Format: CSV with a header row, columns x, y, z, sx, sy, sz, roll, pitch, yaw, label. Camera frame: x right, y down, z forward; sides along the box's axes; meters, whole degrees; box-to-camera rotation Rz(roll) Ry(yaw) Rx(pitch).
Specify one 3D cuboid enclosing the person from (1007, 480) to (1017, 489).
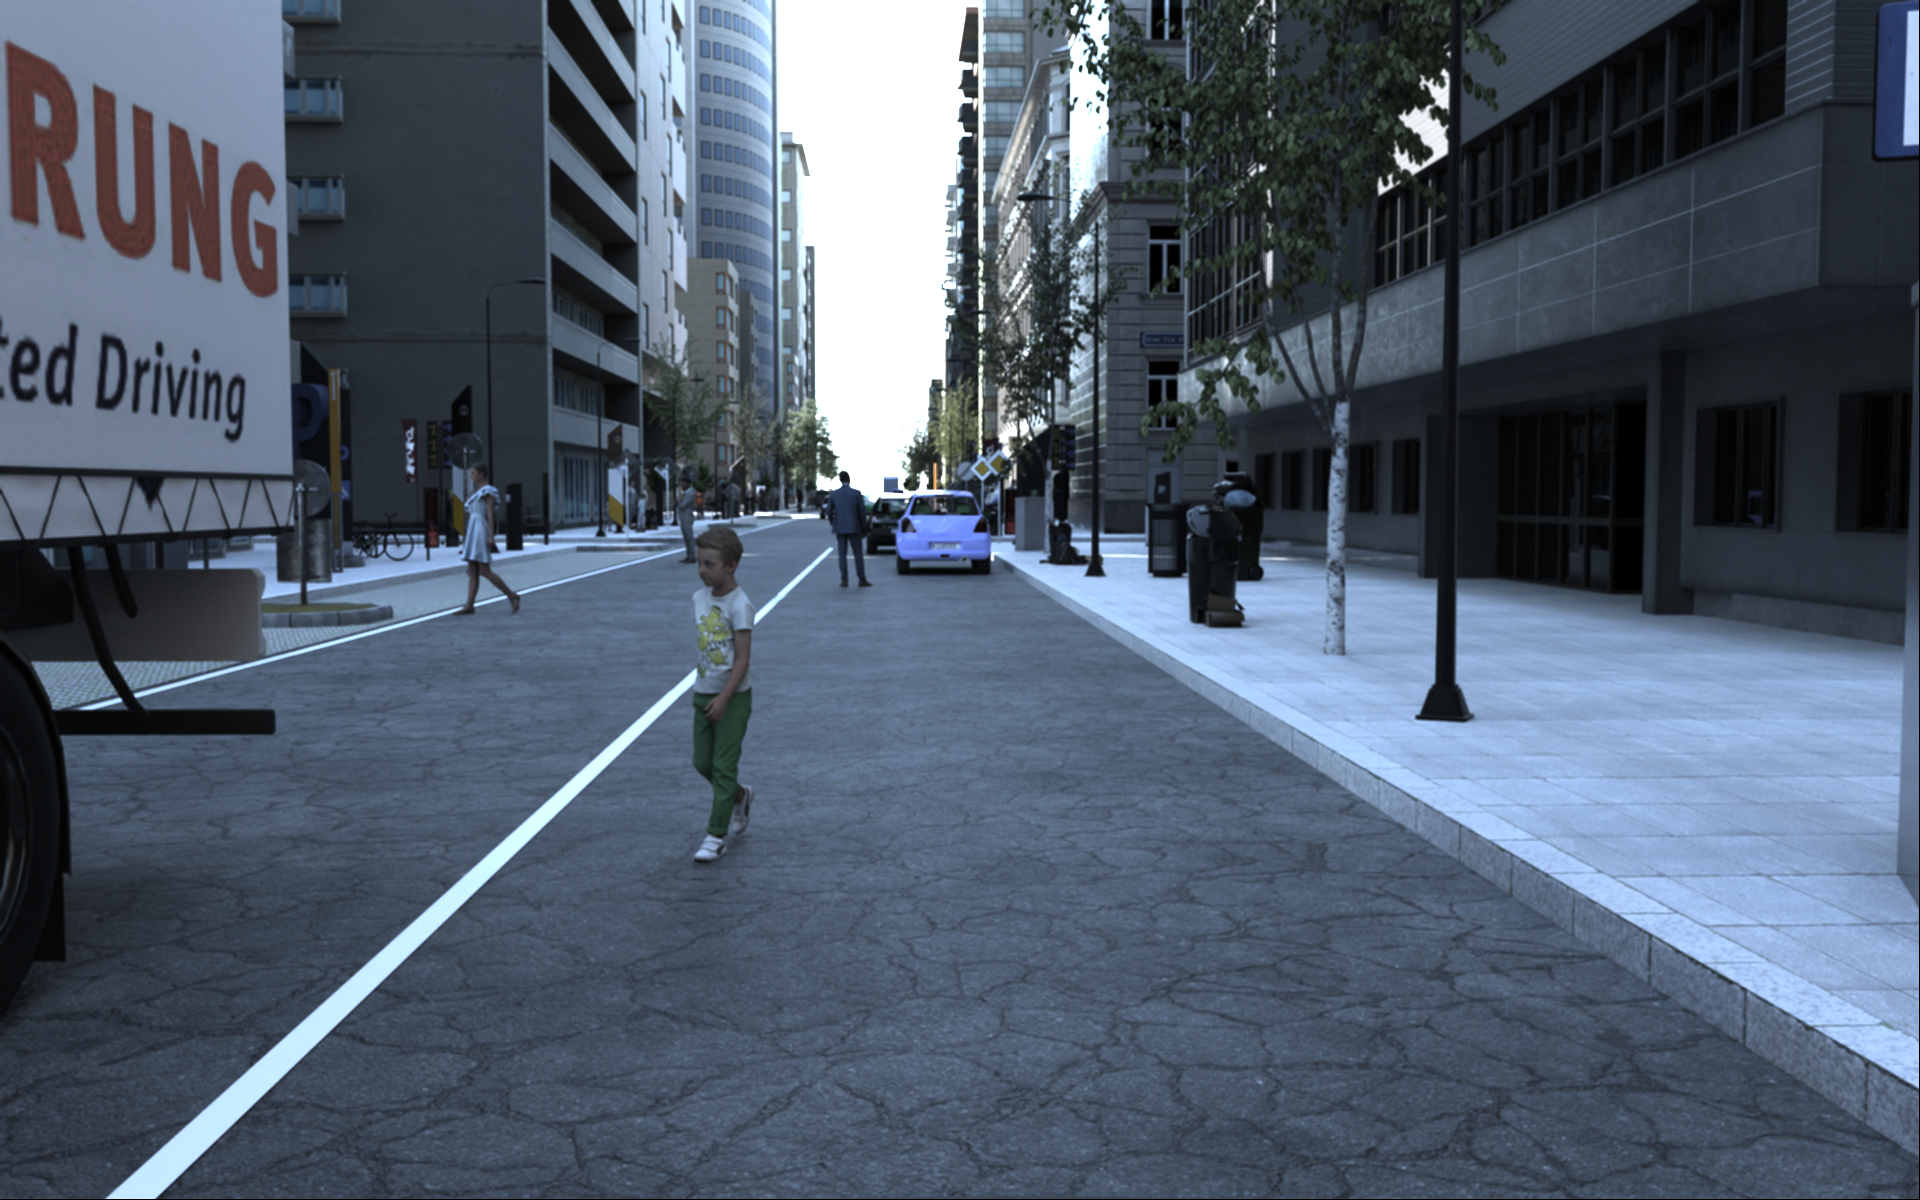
x,y,z,sx,sy,sz,roll,pitch,yaw,label
2.051,-3.759,67.359,0.638,1.841,0.748,0,4,-1,person

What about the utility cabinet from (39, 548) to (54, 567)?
x,y,z,sx,sy,sz,roll,pitch,yaw,label
-9.969,-0.413,17.914,1.020,1.237,0.306,-1,4,-18,utility cabinet

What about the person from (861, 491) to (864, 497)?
x,y,z,sx,sy,sz,roll,pitch,yaw,label
-10.449,-10.735,184.725,0.721,1.735,1.217,2,4,35,person

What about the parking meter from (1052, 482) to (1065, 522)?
x,y,z,sx,sy,sz,roll,pitch,yaw,label
3.435,-3.335,60.242,0.399,1.863,0.255,-1,4,-17,parking meter

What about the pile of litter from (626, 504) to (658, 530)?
x,y,z,sx,sy,sz,roll,pitch,yaw,label
-11.389,-2.961,62.370,1.176,0.858,1.719,0,4,4,pile of litter

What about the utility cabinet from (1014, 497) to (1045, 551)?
x,y,z,sx,sy,sz,roll,pitch,yaw,label
1.605,-1.726,39.375,0.306,1.237,1.020,2,4,31,utility cabinet

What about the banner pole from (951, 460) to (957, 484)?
x,y,z,sx,sy,sz,roll,pitch,yaw,label
-0.446,-8.315,125.969,0.401,3.779,0.863,-3,5,-44,banner pole

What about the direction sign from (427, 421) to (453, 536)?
x,y,z,sx,sy,sz,roll,pitch,yaw,label
-16.047,-3.763,53.521,0.876,3.537,0.379,1,4,15,direction sign

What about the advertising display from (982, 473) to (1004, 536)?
x,y,z,sx,sy,sz,roll,pitch,yaw,label
1.024,-2.919,52.935,0.123,1.923,0.974,-2,4,-33,advertising display

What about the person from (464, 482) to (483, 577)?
x,y,z,sx,sy,sz,roll,pitch,yaw,label
-8.367,-1.300,30.100,0.374,1.781,0.599,2,4,31,person

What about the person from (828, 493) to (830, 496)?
x,y,z,sx,sy,sz,roll,pitch,yaw,label
-11.590,-9.029,156.226,1.348,1.812,0.705,3,5,40,person

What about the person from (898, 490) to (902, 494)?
x,y,z,sx,sy,sz,roll,pitch,yaw,label
-5.331,-8.876,153.711,1.350,1.814,0.705,-1,4,-11,person

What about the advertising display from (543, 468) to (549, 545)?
x,y,z,sx,sy,sz,roll,pitch,yaw,label
-10.544,-2.378,44.097,0.123,1.923,0.974,-1,4,-13,advertising display

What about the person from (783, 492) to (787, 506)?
x,y,z,sx,sy,sz,roll,pitch,yaw,label
-18.852,-11.113,187.744,0.705,1.823,1.348,1,4,15,person

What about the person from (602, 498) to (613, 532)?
x,y,z,sx,sy,sz,roll,pitch,yaw,label
-12.045,-2.956,59.385,0.382,1.210,0.505,0,4,5,person

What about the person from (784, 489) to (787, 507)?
x,y,z,sx,sy,sz,roll,pitch,yaw,label
-16.629,-9.739,166.002,0.721,1.735,1.217,-1,4,-14,person

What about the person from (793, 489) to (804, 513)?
x,y,z,sx,sy,sz,roll,pitch,yaw,label
-12.338,-7.621,133.112,0.705,1.822,1.348,2,4,32,person

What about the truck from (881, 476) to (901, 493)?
x,y,z,sx,sy,sz,roll,pitch,yaw,label
-9.781,-15.670,245.961,2.967,4.110,18.799,0,4,-2,truck

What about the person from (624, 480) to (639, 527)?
x,y,z,sx,sy,sz,roll,pitch,yaw,label
-12.597,-3.690,66.488,0.853,1.813,0.709,2,4,24,person

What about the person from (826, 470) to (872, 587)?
x,y,z,sx,sy,sz,roll,pitch,yaw,label
-1.715,-1.108,26.802,0.721,1.800,0.419,0,4,-5,person

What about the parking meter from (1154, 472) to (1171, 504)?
x,y,z,sx,sy,sz,roll,pitch,yaw,label
5.299,-2.424,45.349,0.399,1.863,0.255,1,4,22,parking meter

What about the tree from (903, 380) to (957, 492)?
x,y,z,sx,sy,sz,roll,pitch,yaw,label
-0.139,-9.538,106.312,4.737,8.622,4.395,0,3,0,tree

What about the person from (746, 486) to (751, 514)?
x,y,z,sx,sy,sz,roll,pitch,yaw,label
-13.361,-6.236,108.267,0.520,1.790,0.573,2,4,31,person

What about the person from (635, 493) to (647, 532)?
x,y,z,sx,sy,sz,roll,pitch,yaw,label
-10.701,-2.916,57.996,0.394,1.301,0.425,1,4,8,person

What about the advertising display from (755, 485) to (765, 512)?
x,y,z,sx,sy,sz,roll,pitch,yaw,label
-14.578,-7.433,126.748,0.974,1.923,0.123,-3,5,-44,advertising display

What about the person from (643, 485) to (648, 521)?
x,y,z,sx,sy,sz,roll,pitch,yaw,label
-15.347,-4.689,83.373,0.598,1.740,0.731,-1,4,-8,person

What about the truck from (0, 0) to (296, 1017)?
x,y,z,sx,sy,sz,roll,pitch,yaw,label
-3.606,-0.741,1.022,2.839,4.237,11.283,0,4,-2,truck

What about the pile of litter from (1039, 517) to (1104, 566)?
x,y,z,sx,sy,sz,roll,pitch,yaw,label
2.062,-1.095,31.876,1.176,0.858,1.719,0,4,0,pile of litter

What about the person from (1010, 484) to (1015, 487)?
x,y,z,sx,sy,sz,roll,pitch,yaw,label
2.774,-4.979,87.247,0.655,1.846,0.447,-2,4,-26,person

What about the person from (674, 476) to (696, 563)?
x,y,z,sx,sy,sz,roll,pitch,yaw,label
-5.750,-1.676,36.084,0.466,1.800,0.511,-2,4,-34,person

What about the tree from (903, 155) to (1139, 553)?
x,y,z,sx,sy,sz,roll,pitch,yaw,label
1.686,-5.323,37.386,4.360,8.622,3.978,0,3,0,tree

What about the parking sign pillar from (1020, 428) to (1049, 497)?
x,y,z,sx,sy,sz,roll,pitch,yaw,label
2.956,-4.954,69.473,1.447,3.967,1.447,-1,4,-17,parking sign pillar

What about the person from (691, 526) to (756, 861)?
x,y,z,sx,sy,sz,roll,pitch,yaw,label
-0.943,0.353,6.973,0.306,1.304,0.590,1,4,16,person

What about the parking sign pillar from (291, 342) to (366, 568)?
x,y,z,sx,sy,sz,roll,pitch,yaw,label
-11.218,-2.561,30.352,1.447,3.967,1.447,3,4,38,parking sign pillar

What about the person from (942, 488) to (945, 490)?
x,y,z,sx,sy,sz,roll,pitch,yaw,label
-1.703,-10.172,171.979,0.705,1.869,1.348,-2,4,-27,person

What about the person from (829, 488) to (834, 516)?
x,y,z,sx,sy,sz,roll,pitch,yaw,label
-8.424,-6.471,114.327,0.620,1.820,0.660,-1,4,-12,person

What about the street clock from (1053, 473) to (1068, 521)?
x,y,z,sx,sy,sz,roll,pitch,yaw,label
3.408,-3.314,58.756,0.471,2.002,0.358,-1,4,-12,street clock

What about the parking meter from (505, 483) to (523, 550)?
x,y,z,sx,sy,sz,roll,pitch,yaw,label
-10.169,-1.901,39.500,0.372,1.533,0.369,0,3,0,parking meter

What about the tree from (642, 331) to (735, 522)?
x,y,z,sx,sy,sz,roll,pitch,yaw,label
-12.728,-7.872,79.073,4.737,8.622,4.395,0,3,0,tree

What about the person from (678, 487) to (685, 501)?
x,y,z,sx,sy,sz,roll,pitch,yaw,label
-19.356,-6.981,120.093,0.836,1.842,0.656,1,4,22,person

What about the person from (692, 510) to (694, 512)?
x,y,z,sx,sy,sz,roll,pitch,yaw,label
-17.843,-6.594,114.283,0.534,1.772,0.576,-1,4,-14,person

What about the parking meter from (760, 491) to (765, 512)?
x,y,z,sx,sy,sz,roll,pitch,yaw,label
-14.366,-7.178,125.777,0.372,1.533,0.369,0,3,0,parking meter

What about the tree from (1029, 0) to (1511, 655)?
x,y,z,sx,sy,sz,roll,pitch,yaw,label
2.884,-3.881,13.821,4.737,8.622,4.395,0,3,0,tree

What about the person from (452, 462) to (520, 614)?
x,y,z,sx,sy,sz,roll,pitch,yaw,label
-5.664,-0.736,20.636,0.778,1.811,0.616,-1,4,-19,person

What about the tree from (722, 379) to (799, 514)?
x,y,z,sx,sy,sz,roll,pitch,yaw,label
-13.377,-9.858,111.545,4.360,8.622,3.978,0,3,0,tree

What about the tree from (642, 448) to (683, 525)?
x,y,z,sx,sy,sz,roll,pitch,yaw,label
-12.490,-4.747,72.223,1.663,3.219,1.824,0,3,0,tree

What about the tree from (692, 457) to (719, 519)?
x,y,z,sx,sy,sz,roll,pitch,yaw,label
-13.315,-5.844,90.156,1.663,3.219,1.824,0,3,0,tree

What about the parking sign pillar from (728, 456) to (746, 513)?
x,y,z,sx,sy,sz,roll,pitch,yaw,label
-14.949,-7.820,116.330,1.447,3.967,1.447,3,4,37,parking sign pillar

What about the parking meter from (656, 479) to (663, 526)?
x,y,z,sx,sy,sz,roll,pitch,yaw,label
-11.988,-3.879,69.132,0.255,1.863,0.399,-1,4,-15,parking meter

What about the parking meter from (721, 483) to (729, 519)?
x,y,z,sx,sy,sz,roll,pitch,yaw,label
-11.902,-5.029,87.931,0.399,1.863,0.255,3,5,41,parking meter
